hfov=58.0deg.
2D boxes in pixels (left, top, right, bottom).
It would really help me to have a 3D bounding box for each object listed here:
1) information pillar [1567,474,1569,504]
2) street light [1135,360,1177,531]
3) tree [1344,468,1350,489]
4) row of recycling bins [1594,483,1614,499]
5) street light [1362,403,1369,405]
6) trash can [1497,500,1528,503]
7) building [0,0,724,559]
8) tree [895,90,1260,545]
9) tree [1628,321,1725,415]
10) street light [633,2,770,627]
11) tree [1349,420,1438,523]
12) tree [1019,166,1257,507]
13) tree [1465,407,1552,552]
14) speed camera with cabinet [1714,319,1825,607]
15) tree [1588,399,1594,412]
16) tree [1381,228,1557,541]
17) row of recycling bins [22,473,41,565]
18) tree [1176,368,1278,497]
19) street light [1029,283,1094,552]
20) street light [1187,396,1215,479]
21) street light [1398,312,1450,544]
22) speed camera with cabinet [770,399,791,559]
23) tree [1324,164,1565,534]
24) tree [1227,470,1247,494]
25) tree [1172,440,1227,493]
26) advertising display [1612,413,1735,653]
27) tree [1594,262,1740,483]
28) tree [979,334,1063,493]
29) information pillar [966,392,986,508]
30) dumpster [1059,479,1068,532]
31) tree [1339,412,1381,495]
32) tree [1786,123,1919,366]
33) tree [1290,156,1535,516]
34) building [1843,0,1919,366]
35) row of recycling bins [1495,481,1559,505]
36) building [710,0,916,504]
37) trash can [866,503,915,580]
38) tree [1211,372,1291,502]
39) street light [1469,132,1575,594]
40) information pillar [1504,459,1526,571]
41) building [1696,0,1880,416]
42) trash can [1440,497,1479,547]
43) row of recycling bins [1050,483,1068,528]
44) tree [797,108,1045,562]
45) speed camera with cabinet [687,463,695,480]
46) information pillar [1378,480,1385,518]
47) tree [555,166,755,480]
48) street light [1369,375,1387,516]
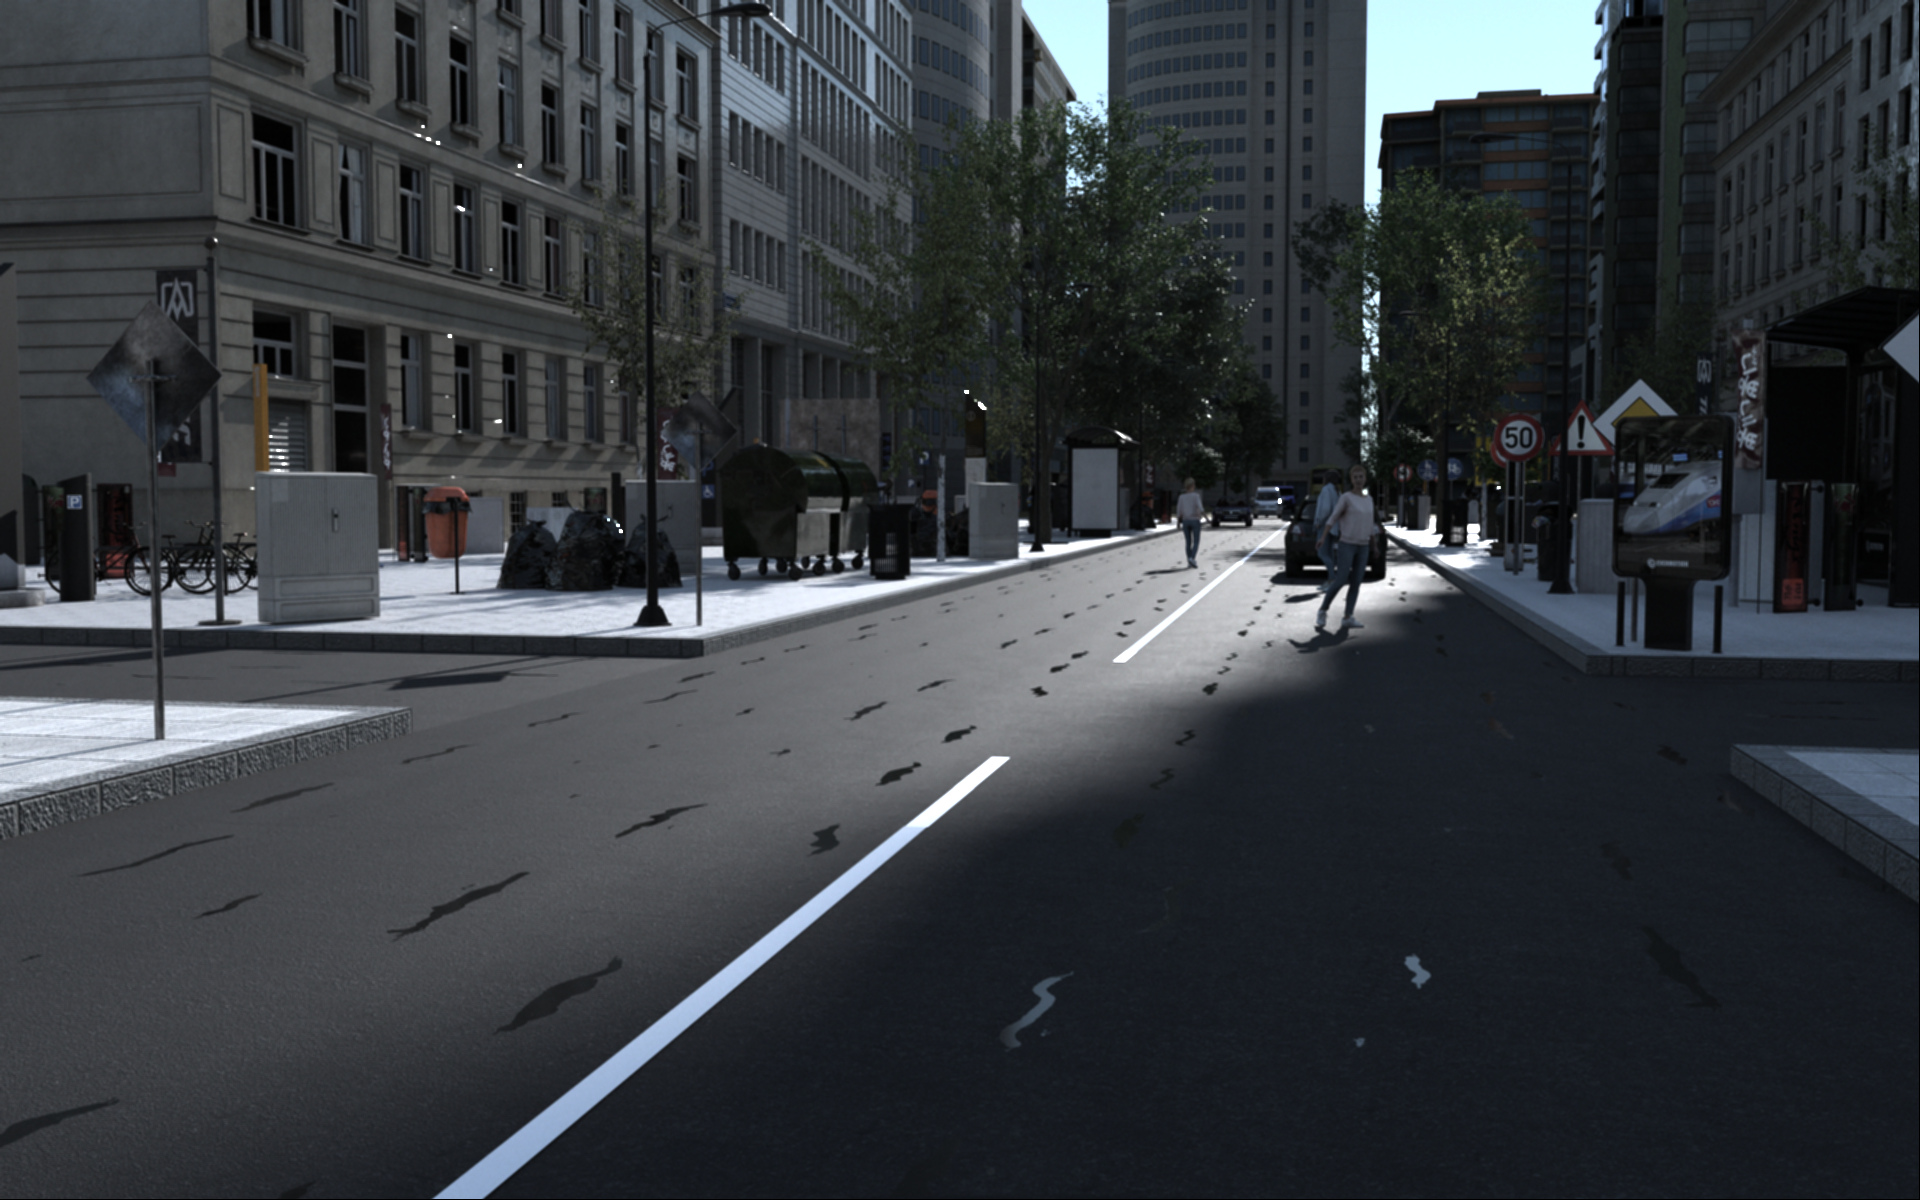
[{"bbox_3d":[21.983,-3.581,63.036,0.304,2.012,0.304,1,4,11],"label":"information pillar"},{"bbox_3d":[6.815,-5.358,60.145,1.470,5.913,1.316,1,4,12],"label":"street light"},{"bbox_3d":[36.538,-10.673,158.213,4.285,4.588,4.351,0,3,0],"label":"tree"},{"bbox_3d":[24.367,-3.467,63.794,3.534,1.692,1.069,-3,5,-44],"label":"row of recycling bins"},{"bbox_3d":[21.149,-7.078,88.265,1.470,5.913,1.316,1,4,12],"label":"street light"},{"bbox_3d":[13.858,-1.947,43.481,0.748,1.137,0.748,0,3,0],"label":"trash can"},{"bbox_3d":[-18.784,-13.193,48.986,16.112,22.955,30.059,1,4,12],"label":"building"},{"bbox_3d":[2.353,-7.251,44.303,9.928,11.665,9.643,0,3,0],"label":"tree"},{"bbox_3d":[30.098,-7.474,72.564,4.360,8.622,3.978,0,3,0],"label":"tree"},{"bbox_3d":[-2.474,-2.696,16.620,1.470,5.913,1.316,1,4,12],"label":"street light"},{"bbox_3d":[19.430,-5.646,76.021,4.285,4.588,4.351,0,3,0],"label":"tree"},{"bbox_3d":[6.573,-9.782,66.591,9.857,13.997,8.962,0,3,0],"label":"tree"},{"bbox_3d":[12.352,-2.684,38.492,1.663,3.219,1.824,0,3,0],"label":"tree"},{"bbox_3d":[9.351,-1.585,20.258,2.038,3.252,0.660,-3,4,-37],"label":"speed camera with cabinet"},{"bbox_3d":[30.870,-7.834,78.442,4.737,8.622,4.395,0,3,0],"label":"tree"},{"bbox_3d":[14.178,-5.937,47.427,4.360,8.622,3.978,0,3,0],"label":"tree"},{"bbox_3d":[-17.553,-1.400,30.002,1.069,1.692,3.534,1,4,16],"label":"row of recycling bins"},{"bbox_3d":[18.380,-11.414,121.031,8.767,10.594,7.601,2,4,35],"label":"tree"},{"bbox_3d":[2.249,-4.023,38.317,1.470,5.913,1.316,1,4,12],"label":"street light"},{"bbox_3d":[11.369,-6.710,82.244,1.470,5.913,1.316,1,4,12],"label":"street light"},{"bbox_3d":[11.864,-4.382,44.190,1.470,5.913,1.316,1,4,12],"label":"street light"},{"bbox_3d":[-3.439,-2.503,35.261,0.660,3.252,2.038,0,4,5],"label":"speed camera with cabinet"},{"bbox_3d":[15.369,-7.942,55.612,9.928,11.665,9.643,0,3,0],"label":"tree"},{"bbox_3d":[22.613,-8.925,140.531,1.663,3.219,1.824,0,3,0],"label":"tree"},{"bbox_3d":[14.574,-7.412,104.893,4.285,4.588,4.351,0,3,0],"label":"tree"},{"bbox_3d":[5.846,-0.552,14.245,0.123,1.923,0.974,-3,4,-39],"label":"advertising display"},{"bbox_3d":[23.009,-6.435,55.569,4.737,8.622,4.395,0,3,0],"label":"tree"},{"bbox_3d":[2.923,-7.768,77.369,4.360,8.622,3.978,0,3,0],"label":"tree"},{"bbox_3d":[0.341,-2.947,39.544,0.504,3.616,0.183,2,4,27],"label":"information pillar"},{"bbox_3d":[4.112,-3.290,59.549,1.264,1.857,1.865,1,4,12],"label":"dumpster"},{"bbox_3d":[35.473,-12.285,151.222,4.360,8.622,3.978,0,3,0],"label":"tree"},{"bbox_3d":[18.358,-5.073,33.300,4.737,8.622,4.395,0,3,0],"label":"tree"},{"bbox_3d":[25.354,-14.772,97.417,12.611,20.169,13.585,0,3,0],"label":"tree"},{"bbox_3d":[32.291,-11.771,47.202,10.420,20.320,16.860,1,4,12],"label":"building"},{"bbox_3d":[18.066,-2.953,55.399,1.069,1.692,3.534,-1,4,-13],"label":"row of recycling bins"},{"bbox_3d":[-10.808,-18.357,77.634,11.434,29.767,29.804,1,4,12],"label":"building"},{"bbox_3d":[-1.051,-0.881,26.058,0.748,1.137,0.748,0,3,0],"label":"trash can"},{"bbox_3d":[27.274,-14.887,161.526,7.486,12.596,7.792,0,3,0],"label":"tree"},{"bbox_3d":[7.237,-3.044,22.319,1.470,5.913,1.316,1,4,12],"label":"street light"},{"bbox_3d":[9.257,-1.493,28.904,0.304,2.012,0.304,1,4,15],"label":"information pillar"},{"bbox_3d":[40.937,-14.431,69.236,16.112,22.955,30.059,1,4,12],"label":"building"},{"bbox_3d":[12.101,-1.876,42.326,0.748,1.137,0.748,0,3,0],"label":"trash can"},{"bbox_3d":[3.933,-3.914,71.110,1.069,1.692,3.534,0,4,7],"label":"row of recycling bins"},{"bbox_3d":[-0.589,-5.033,32.660,4.737,8.622,4.395,0,3,0],"label":"tree"},{"bbox_3d":[-7.705,-3.474,51.136,0.660,3.252,2.038,-1,4,-10],"label":"speed camera with cabinet"},{"bbox_3d":[20.882,-4.972,85.782,0.304,2.012,0.304,2,4,25],"label":"information pillar"},{"bbox_3d":[-7.141,-5.468,39.772,4.360,8.622,3.978,0,3,0],"label":"tree"},{"bbox_3d":[16.562,-5.749,66.540,1.470,5.913,1.316,1,4,12],"label":"street light"}]
